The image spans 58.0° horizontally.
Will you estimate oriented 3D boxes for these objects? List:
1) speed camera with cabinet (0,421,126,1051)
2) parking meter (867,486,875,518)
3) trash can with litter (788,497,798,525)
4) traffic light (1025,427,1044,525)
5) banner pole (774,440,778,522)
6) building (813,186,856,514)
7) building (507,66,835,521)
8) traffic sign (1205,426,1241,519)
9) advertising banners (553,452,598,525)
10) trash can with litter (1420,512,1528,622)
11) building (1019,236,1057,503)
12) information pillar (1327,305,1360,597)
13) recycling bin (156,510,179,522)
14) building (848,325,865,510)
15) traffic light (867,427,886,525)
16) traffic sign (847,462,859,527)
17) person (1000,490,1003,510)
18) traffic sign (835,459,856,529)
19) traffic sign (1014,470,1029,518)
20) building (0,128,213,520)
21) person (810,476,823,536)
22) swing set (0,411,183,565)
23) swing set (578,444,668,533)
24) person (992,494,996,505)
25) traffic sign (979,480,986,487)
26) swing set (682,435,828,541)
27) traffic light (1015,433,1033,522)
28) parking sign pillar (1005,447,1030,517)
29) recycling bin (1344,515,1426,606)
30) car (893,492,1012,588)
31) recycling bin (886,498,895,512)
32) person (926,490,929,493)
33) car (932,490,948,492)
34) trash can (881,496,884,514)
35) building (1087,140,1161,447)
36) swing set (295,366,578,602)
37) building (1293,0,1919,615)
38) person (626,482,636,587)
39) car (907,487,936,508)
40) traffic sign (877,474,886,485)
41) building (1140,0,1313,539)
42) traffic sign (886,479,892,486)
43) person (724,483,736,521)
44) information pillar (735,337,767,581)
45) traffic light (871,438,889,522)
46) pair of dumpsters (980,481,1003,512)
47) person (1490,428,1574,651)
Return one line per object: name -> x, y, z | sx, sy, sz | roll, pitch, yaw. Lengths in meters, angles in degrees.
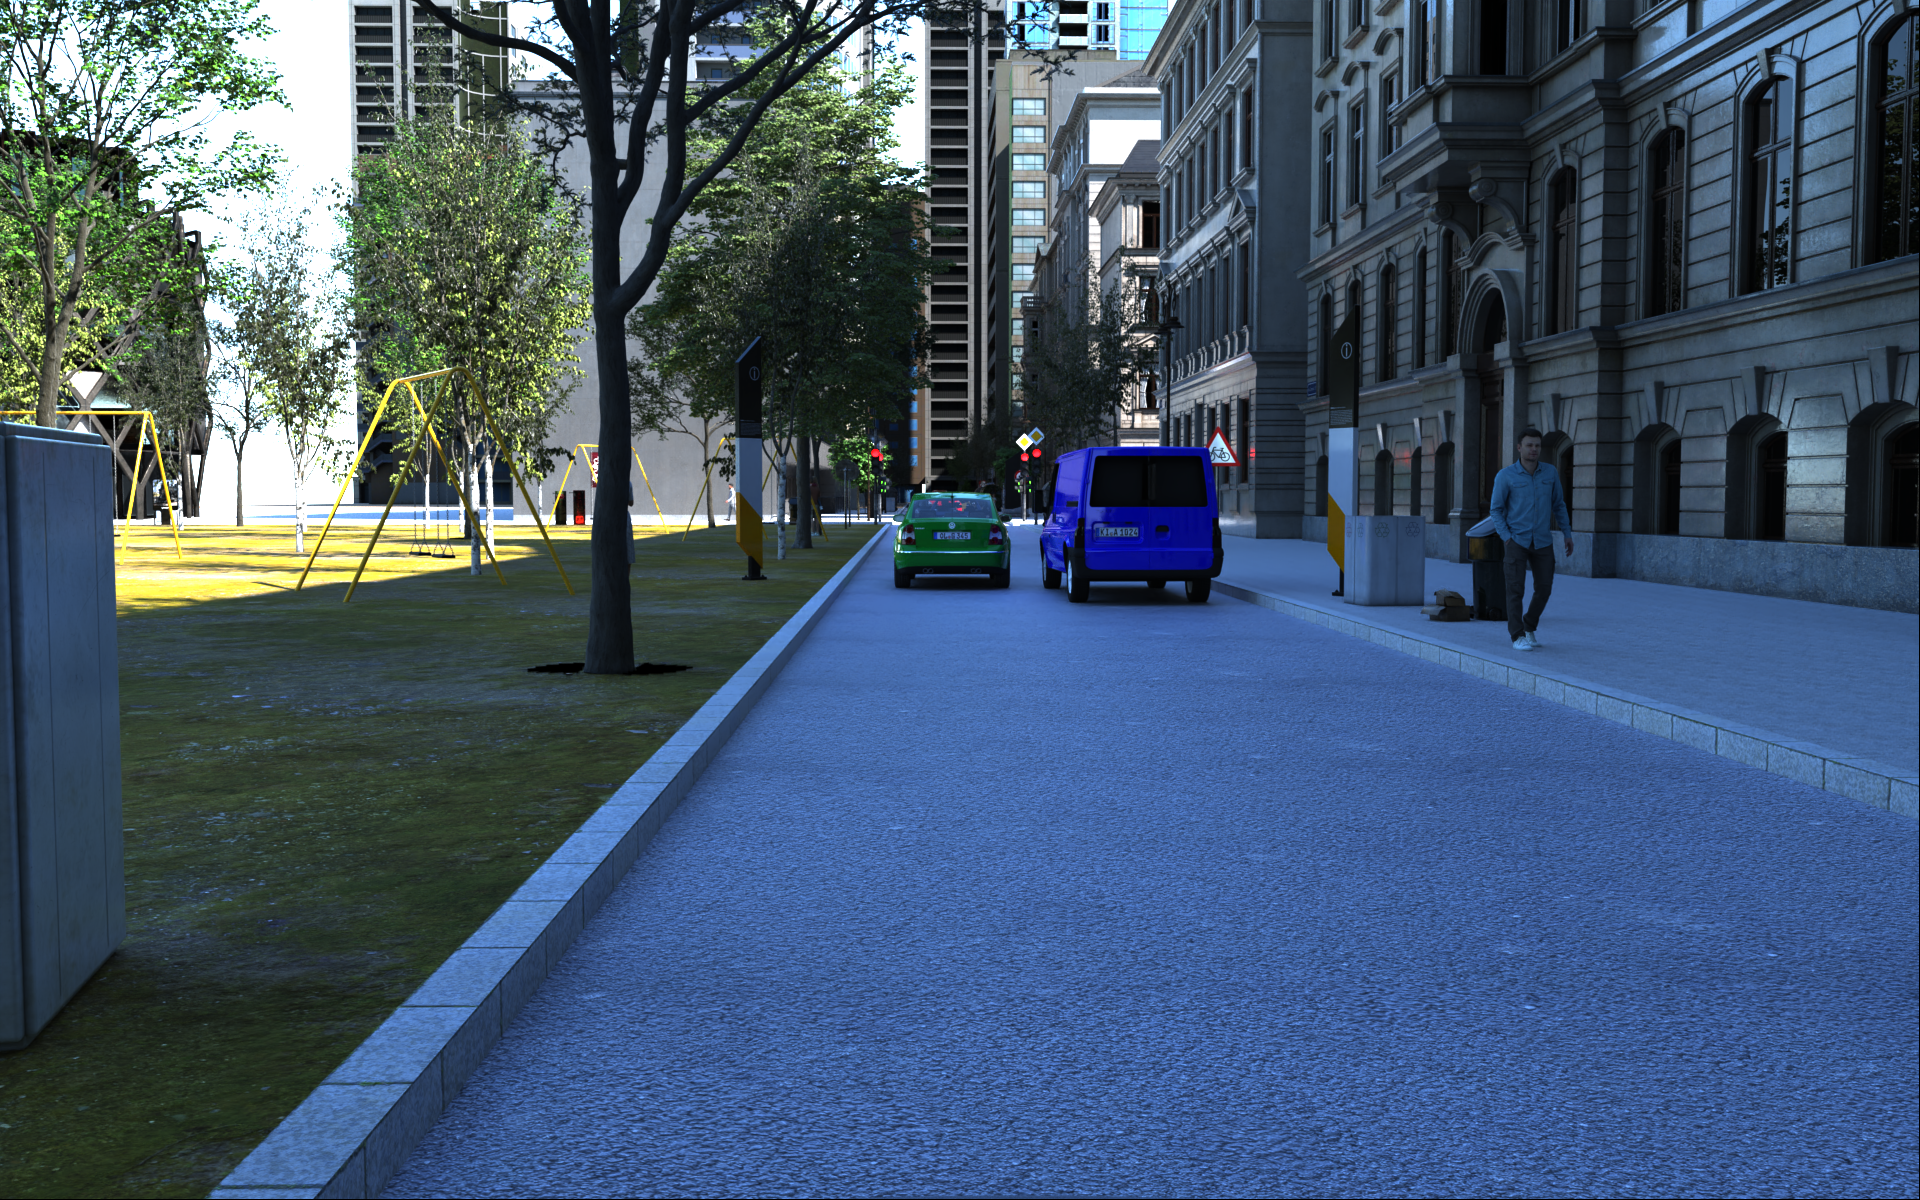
speed camera with cabinet -> -2.394, -0.576, 3.752 | 0.660, 3.252, 2.038 | -1, 4, -13
parking meter -> -4.730, -5.265, 91.796 | 0.255, 1.863, 0.399 | -3, 5, -43
trash can with litter -> -6.889, -3.745, 72.615 | 0.624, 1.170, 1.055 | 0, 4, -2
traffic light -> 3.164, -5.103, 72.353 | 0.839, 4.253, 0.868 | 0, 4, -1
banner pole -> -8.423, -5.502, 79.980 | 0.401, 3.779, 0.863 | -1, 4, -9
building -> -14.108, -20.035, 124.843 | 12.463, 27.353, 25.104 | 0, 4, -1
building -> -14.670, -16.996, 96.954 | 14.314, 24.678, 30.058 | 0, 4, -1
traffic sign -> 4.955, -2.038, 33.329 | 0.884, 2.594, 0.081 | 0, 4, 4
advertising banners -> -15.870, -4.638, 72.016 | 2.074, 3.025, 0.090 | 0, 4, -7
trash can with litter -> 5.263, -0.377, 17.544 | 1.055, 1.170, 0.624 | -1, 4, -17
building -> 12.035, -19.518, 138.209 | 14.460, 24.649, 34.723 | 0, 4, -1
information pillar -> 4.816, -1.857, 21.718 | 0.183, 3.616, 0.504 | -2, 4, -27
recycling bin -> -36.112, -4.062, 78.960 | 0.722, 1.027, 0.722 | 1, 4, 17
building -> -13.490, -17.855, 146.681 | 10.420, 20.320, 16.860 | 0, 4, -1
traffic light -> -3.495, -5.092, 72.170 | 0.839, 4.253, 0.868 | 0, 4, -1
traffic sign -> -4.308, -4.127, 67.576 | 0.768, 2.556, 0.104 | 0, 4, 1
person -> 3.542, -8.363, 142.961 | 0.709, 1.800, 0.728 | -3, 4, -39
traffic sign -> -4.176, -3.862, 63.246 | 0.768, 2.556, 0.104 | 0, 4, -1
traffic sign -> 3.236, -5.560, 91.007 | 0.768, 2.556, 0.104 | 0, 3, 0
building -> -48.308, -13.545, 88.906 | 16.811, 18.784, 16.820 | 0, 4, -1
person -> -4.474, -2.863, 52.830 | 0.573, 1.828, 0.580 | 0, 4, 0
swing set -> -16.899, -2.151, 32.783 | 3.119, 2.851, 2.862 | 0, 4, -3
swing set -> -11.379, -3.576, 56.088 | 2.862, 2.851, 3.119 | 2, 4, 23
person -> 2.326, -6.567, 117.662 | 0.306, 1.304, 0.590 | 2, 4, 28
traffic sign -> 2.049, -9.393, 153.685 | 0.768, 2.556, 0.104 | 0, 4, 5
swing set -> -5.661, -3.033, 47.208 | 2.862, 2.851, 3.119 | -3, 5, -42
traffic light -> 2.964, -5.591, 80.335 | 0.839, 4.253, 0.868 | 0, 4, -1
parking sign pillar -> 3.138, -6.557, 95.677 | 1.447, 3.967, 1.447 | 0, 4, -3
recycling bin -> 4.930, -0.463, 20.132 | 0.722, 1.027, 0.722 | -1, 4, -9
car -> -0.124, -1.166, 27.855 | 1.959, 1.807, 4.718 | 0, 4, 0
recycling bin -> -5.001, -6.790, 123.564 | 0.722, 1.027, 0.722 | 0, 4, -3
person -> -2.994, -9.243, 159.644 | 0.705, 1.821, 1.348 | -1, 4, -13
car -> -1.964, -9.660, 166.607 | 2.281, 1.827, 5.304 | 0, 4, -3
trash can -> -5.046, -5.788, 106.292 | 0.748, 1.137, 0.748 | 0, 3, 0
building -> 16.539, -13.659, 87.948 | 19.286, 19.102, 10.561 | 0, 4, -1
swing set -> -6.930, -1.525, 22.549 | 2.862, 2.851, 3.119 | -2, 4, -32
building -> 15.037, -12.921, 30.348 | 14.460, 24.649, 34.723 | 0, 4, -1
person -> -4.431, -0.958, 22.277 | 0.524, 1.755, 0.480 | 3, 5, 41
car -> -0.905, -3.188, 61.917 | 2.009, 1.686, 4.222 | 0, 4, -2
traffic sign -> -4.761, -6.306, 103.212 | 0.768, 2.556, 0.104 | 0, 4, 0
building -> 13.192, -13.616, 58.771 | 11.583, 22.565, 21.152 | 0, 4, -1
traffic sign -> -5.917, -8.628, 141.177 | 0.768, 2.556, 0.104 | 0, 3, 0
person -> -10.722, -4.610, 81.698 | 0.850, 1.792, 0.678 | -1, 4, -13
information pillar -> -3.122, -2.101, 25.700 | 0.183, 3.616, 0.504 | 3, 4, 38
traffic light -> -3.695, -5.580, 80.153 | 0.839, 4.253, 0.868 | 0, 4, -1
pair of dumpsters -> 2.319, -7.591, 126.610 | 1.574, 2.255, 4.437 | 0, 4, -1
person -> 4.722, -0.510, 14.399 | 0.660, 1.820, 0.620 | -1, 4, -9
